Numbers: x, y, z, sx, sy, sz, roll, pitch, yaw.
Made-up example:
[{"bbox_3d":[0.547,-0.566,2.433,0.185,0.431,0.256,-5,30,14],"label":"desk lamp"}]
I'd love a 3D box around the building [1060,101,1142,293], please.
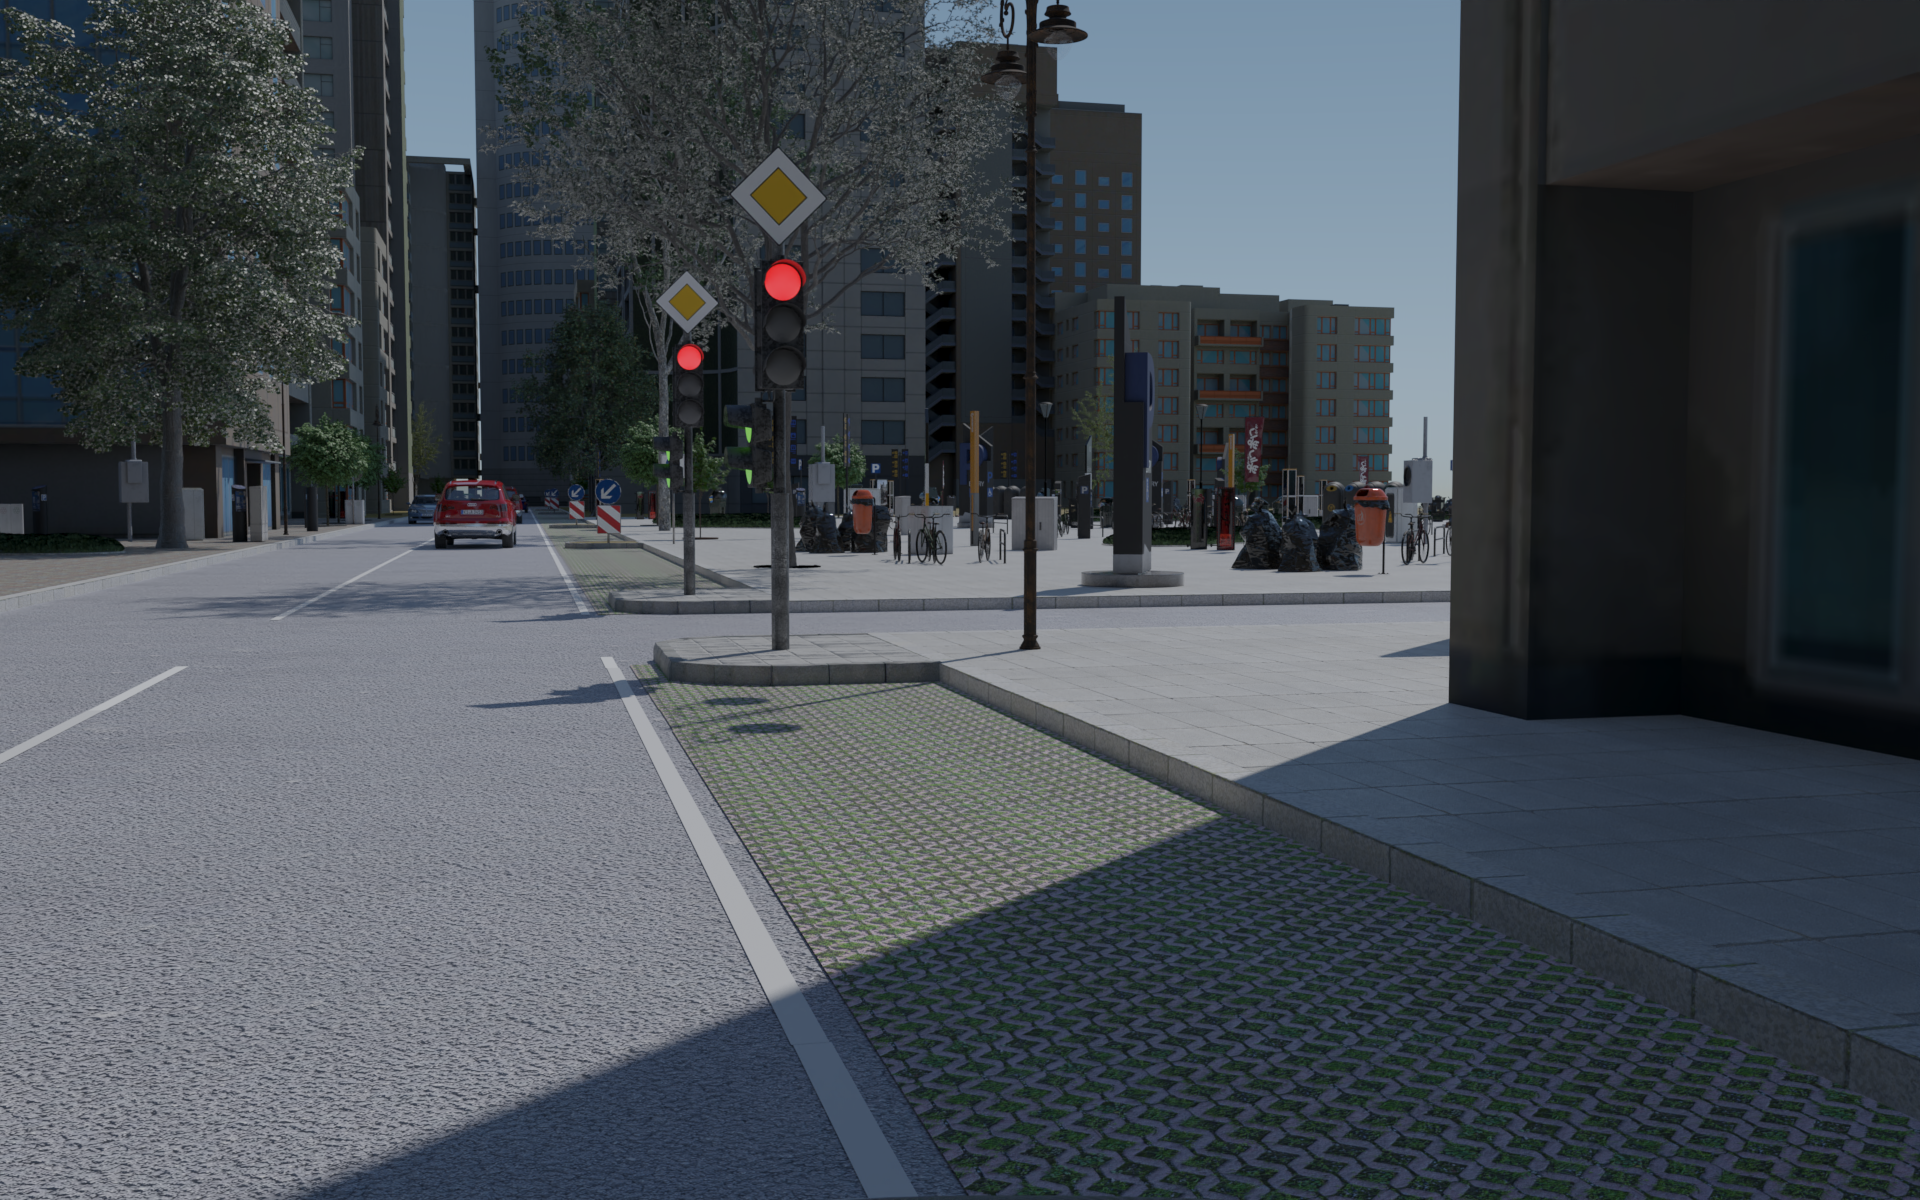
[{"bbox_3d":[11.555,-33.487,197.627,14.200,45.320,14.600,-1,4,-14],"label":"building"}]

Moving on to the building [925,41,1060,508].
[{"bbox_3d":[0.499,-31.783,169.758,14.200,45.320,14.600,-1,4,-14],"label":"building"}]

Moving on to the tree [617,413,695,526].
[{"bbox_3d":[-12.250,-5.286,70.134,4.285,4.588,4.351,0,3,0],"label":"tree"}]

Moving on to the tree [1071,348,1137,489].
[{"bbox_3d":[7.938,-8.386,87.474,4.737,8.622,4.395,0,3,0],"label":"tree"}]

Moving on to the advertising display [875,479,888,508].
[{"bbox_3d":[-3.410,-4.269,75.018,0.123,1.923,0.974,2,4,26],"label":"advertising display"}]

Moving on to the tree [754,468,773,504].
[{"bbox_3d":[-9.264,-5.403,82.936,1.663,3.219,1.824,0,3,0],"label":"tree"}]

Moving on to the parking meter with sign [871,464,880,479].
[{"bbox_3d":[-4.678,-6.240,98.277,0.543,3.016,1.738,-1,4,-10],"label":"parking meter with sign"}]

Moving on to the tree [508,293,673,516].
[{"bbox_3d":[-20.956,-11.164,99.534,9.611,12.733,9.660,0,3,0],"label":"tree"}]

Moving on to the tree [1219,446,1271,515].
[{"bbox_3d":[10.123,-4.031,60.503,1.663,3.219,1.824,0,3,0],"label":"tree"}]

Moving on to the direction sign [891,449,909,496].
[{"bbox_3d":[-3.013,-5.815,87.076,0.876,3.537,0.379,1,4,12],"label":"direction sign"}]

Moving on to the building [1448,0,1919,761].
[{"bbox_3d":[15.899,-23.113,1.606,21.300,48.544,21.600,-1,4,-14],"label":"building"}]

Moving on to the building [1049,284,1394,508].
[{"bbox_3d":[22.755,-19.898,170.366,28.899,21.520,27.650,-1,4,-14],"label":"building"}]

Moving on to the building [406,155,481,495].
[{"bbox_3d":[-64.415,-30.314,187.516,23.993,40.220,32.217,-1,4,-14],"label":"building"}]

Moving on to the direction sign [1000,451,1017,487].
[{"bbox_3d":[2.539,-6.015,90.335,0.876,3.537,0.379,0,4,8],"label":"direction sign"}]

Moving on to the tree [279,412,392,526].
[{"bbox_3d":[-25.328,-5.226,69.154,4.285,4.588,4.351,0,3,0],"label":"tree"}]

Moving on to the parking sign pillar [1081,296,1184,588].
[{"bbox_3d":[2.430,-2.190,24.278,1.447,3.967,1.447,1,4,12],"label":"parking sign pillar"}]

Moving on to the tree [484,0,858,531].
[{"bbox_3d":[-8.843,-12.468,59.742,12.611,20.169,13.585,0,3,0],"label":"tree"}]

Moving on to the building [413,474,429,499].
[{"bbox_3d":[-62.231,-30.343,150.738,28.867,44.769,22.147,-1,4,-14],"label":"building"}]

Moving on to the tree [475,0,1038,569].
[{"bbox_3d":[-3.116,-7.306,29.828,12.009,13.543,11.850,0,3,0],"label":"tree"}]

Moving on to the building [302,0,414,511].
[{"bbox_3d":[-47.837,-27.045,125.778,14.154,41.232,14.086,-1,4,-14],"label":"building"}]

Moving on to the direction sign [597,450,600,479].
[{"bbox_3d":[-18.437,-5.900,88.454,0.379,3.537,0.876,0,4,-5],"label":"direction sign"}]

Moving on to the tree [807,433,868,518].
[{"bbox_3d":[-6.525,-6.665,92.686,4.285,4.588,4.351,0,3,0],"label":"tree"}]

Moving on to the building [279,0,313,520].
[{"bbox_3d":[-41.836,-27.733,77.129,21.300,48.544,21.600,-1,4,-14],"label":"building"}]

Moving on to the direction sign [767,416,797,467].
[{"bbox_3d":[-5.150,-3.554,50.108,0.876,3.537,0.379,-1,4,-15],"label":"direction sign"}]

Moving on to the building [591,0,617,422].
[{"bbox_3d":[-21.295,-27.564,134.271,14.154,41.232,14.086,-1,4,-14],"label":"building"}]

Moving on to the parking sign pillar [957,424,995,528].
[{"bbox_3d":[0.657,-4.918,68.884,1.447,3.967,1.447,-2,4,-28],"label":"parking sign pillar"}]

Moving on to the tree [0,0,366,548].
[{"bbox_3d":[-18.756,-8.208,40.850,9.857,13.997,8.962,0,3,0],"label":"tree"}]

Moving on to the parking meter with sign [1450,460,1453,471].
[{"bbox_3d":[25.636,-5.675,89.043,0.543,3.016,1.738,2,4,27],"label":"parking meter with sign"}]

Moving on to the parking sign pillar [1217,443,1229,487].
[{"bbox_3d":[13.714,-6.236,90.437,1.447,3.967,1.447,1,4,17],"label":"parking sign pillar"}]

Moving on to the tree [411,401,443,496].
[{"bbox_3d":[-43.471,-11.499,138.364,4.737,8.622,4.395,0,3,0],"label":"tree"}]

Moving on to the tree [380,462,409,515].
[{"bbox_3d":[-34.424,-6.741,104.815,1.663,3.219,1.824,0,3,0],"label":"tree"}]

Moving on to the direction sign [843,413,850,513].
[{"bbox_3d":[-3.189,-3.473,48.788,0.379,3.537,0.876,0,4,7],"label":"direction sign"}]

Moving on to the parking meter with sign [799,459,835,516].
[{"bbox_3d":[-7.163,-5.533,86.727,1.738,3.016,0.543,-1,4,-22],"label":"parking meter with sign"}]

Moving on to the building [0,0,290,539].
[{"bbox_3d":[-29.487,-24.683,53.677,14.600,45.320,14.200,-1,4,-14],"label":"building"}]

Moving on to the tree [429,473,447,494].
[{"bbox_3d":[-46.890,-9.841,155.496,1.663,3.219,1.824,0,3,0],"label":"tree"}]

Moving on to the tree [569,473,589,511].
[{"bbox_3d":[-28.730,-8.316,130.570,1.663,3.219,1.824,0,3,0],"label":"tree"}]

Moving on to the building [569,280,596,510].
[{"bbox_3d":[-20.933,-19.086,157.089,27.650,21.520,28.899,-1,4,-14],"label":"building"}]

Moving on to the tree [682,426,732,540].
[{"bbox_3d":[-7.305,-3.318,48.850,1.663,3.219,1.824,0,3,0],"label":"tree"}]

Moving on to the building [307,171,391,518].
[{"bbox_3d":[-49.837,-15.822,103.724,27.650,21.520,28.899,-1,4,-14],"label":"building"}]

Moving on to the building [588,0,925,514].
[{"bbox_3d":[-14.619,-41.482,116.486,20.563,71.187,20.611,-1,4,-14],"label":"building"}]

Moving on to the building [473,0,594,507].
[{"bbox_3d":[-37.650,-39.485,187.578,28.212,58.520,21.231,-1,4,-14],"label":"building"}]
